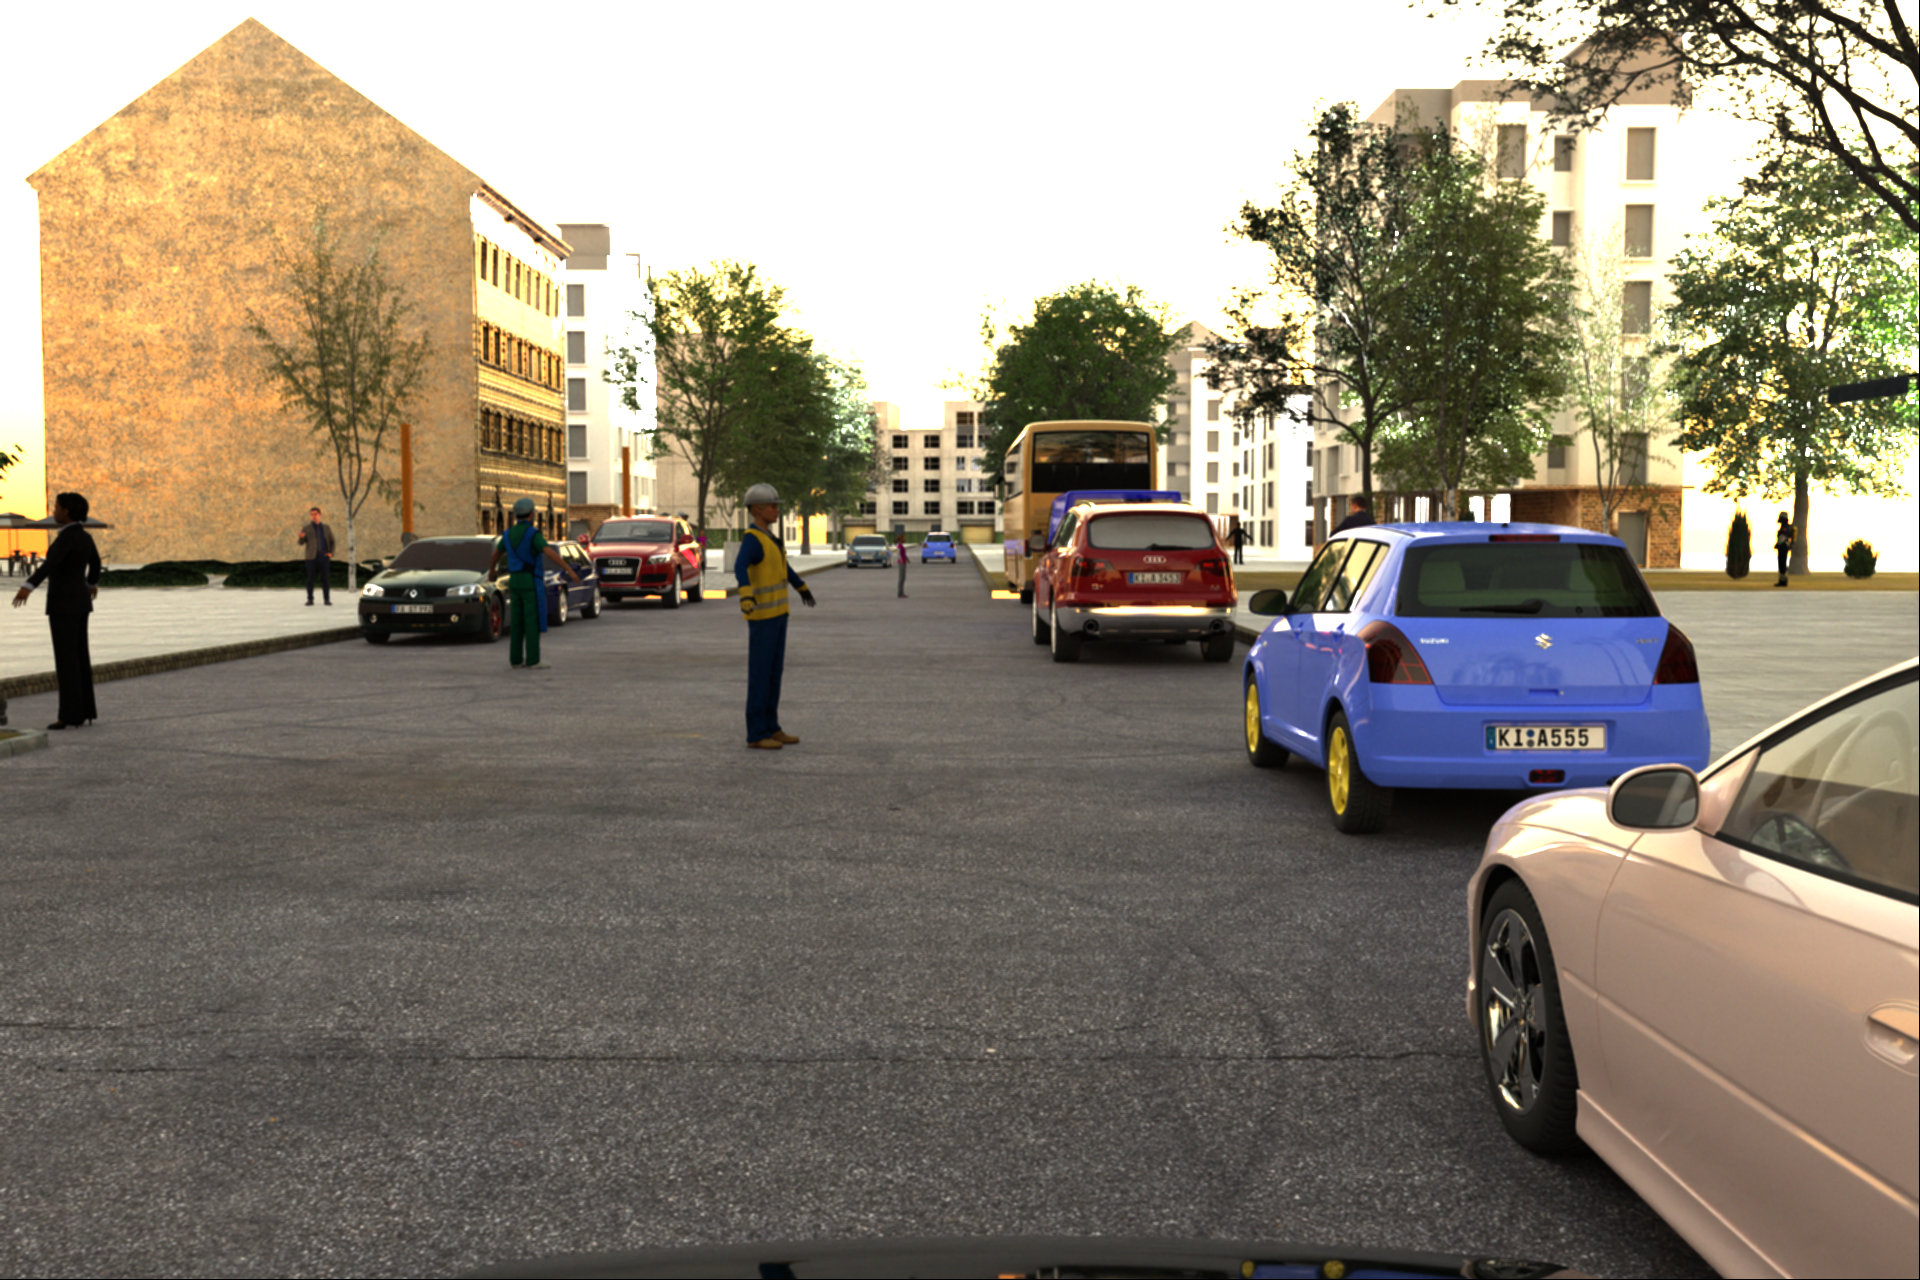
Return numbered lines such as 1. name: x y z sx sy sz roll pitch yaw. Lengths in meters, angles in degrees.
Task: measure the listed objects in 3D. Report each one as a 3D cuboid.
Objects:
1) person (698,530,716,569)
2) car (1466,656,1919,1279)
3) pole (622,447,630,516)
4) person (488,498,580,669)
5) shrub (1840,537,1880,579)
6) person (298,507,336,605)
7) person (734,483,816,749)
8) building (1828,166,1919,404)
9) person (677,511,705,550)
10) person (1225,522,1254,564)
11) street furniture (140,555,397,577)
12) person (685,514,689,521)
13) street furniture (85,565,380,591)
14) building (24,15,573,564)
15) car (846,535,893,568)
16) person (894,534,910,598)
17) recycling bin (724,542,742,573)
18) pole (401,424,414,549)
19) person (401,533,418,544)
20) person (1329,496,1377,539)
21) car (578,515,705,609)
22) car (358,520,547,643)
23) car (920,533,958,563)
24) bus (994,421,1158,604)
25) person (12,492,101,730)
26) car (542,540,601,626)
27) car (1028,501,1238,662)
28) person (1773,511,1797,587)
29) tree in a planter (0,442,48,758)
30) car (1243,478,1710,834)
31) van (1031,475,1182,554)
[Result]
1. person: -9.338 -3.275 62.810 0.991 1.433 0.599 -1 4 -17
2. car: 2.207 0.597 2.599 2.083 1.381 4.827 0 4 0
3. pole: -7.814 -2.860 40.606 0.158 3.312 0.155 0 3 0
4. person: -4.614 -0.607 18.507 1.347 1.817 0.704 2 4 33
5. shrub: 25.740 -2.350 49.541 1.383 1.207 1.383 0 3 0
6. person: -11.516 -1.495 31.015 0.617 1.759 0.750 -1 4 -17
7. person: -1.236 -0.168 11.675 0.721 1.772 1.216 1 4 15
8. building: 25.079 -17.298 28.942 12.429 33.558 17.177 0 4 0
9. person: -6.589 -2.149 41.103 1.349 1.833 0.705 3 4 38
10. person: 11.853 -4.122 73.612 1.346 1.802 0.704 2 4 33
11. street furniture: -20.656 -2.310 53.387 10.072 0.657 5.734 3 5 43
12. person: -7.107 -2.351 44.372 0.705 1.837 1.347 -1 4 -11
13. street furniture: -15.622 -1.621 42.126 10.072 0.657 5.734 1 4 16
14. building: -30.147 -15.419 83.037 19.493 23.208 18.063 0 4 -1
15. car: -3.844 -3.789 73.959 2.014 1.417 4.499 0 4 0
16. person: -1.256 -1.675 39.116 0.599 1.433 0.991 0 4 8
17. recycling bin: -7.486 -2.771 57.861 0.722 1.027 0.722 0 4 1
18. pole: -10.236 -2.340 32.109 0.158 3.312 0.155 0 3 0
19. person: -22.225 -3.904 69.957 1.348 1.813 0.705 3 5 40
20. person: 4.961 -0.958 22.160 0.683 1.767 0.568 -2 4 -24
21. car: -6.433 -1.610 35.004 2.281 1.827 5.304 0 4 0
22. car: -6.970 -0.873 24.053 2.009 1.686 4.222 0 3 0
23. car: -1.046 -4.672 85.977 1.945 1.707 3.694 0 4 0
24. bus: 2.386 -2.873 38.520 2.896 3.916 12.252 0 4 -1
25. person: -6.656 -0.222 12.811 0.721 1.740 1.216 0 4 -4
26. car: -7.018 -0.952 28.141 1.945 1.354 3.894 0 4 0
27. car: 2.007 -0.752 20.963 2.281 1.827 5.304 0 4 -1
28. person: 20.111 -2.239 42.385 0.705 1.856 1.354 2 4 31
29. tree in a planter: -7.133 -0.847 11.078 1.991 3.239 1.994 0 4 0
30. car: 2.633 0.000 9.585 1.945 1.707 3.694 0 4 0
31. van: 2.279 -1.355 26.543 2.240 2.365 5.245 0 3 0
